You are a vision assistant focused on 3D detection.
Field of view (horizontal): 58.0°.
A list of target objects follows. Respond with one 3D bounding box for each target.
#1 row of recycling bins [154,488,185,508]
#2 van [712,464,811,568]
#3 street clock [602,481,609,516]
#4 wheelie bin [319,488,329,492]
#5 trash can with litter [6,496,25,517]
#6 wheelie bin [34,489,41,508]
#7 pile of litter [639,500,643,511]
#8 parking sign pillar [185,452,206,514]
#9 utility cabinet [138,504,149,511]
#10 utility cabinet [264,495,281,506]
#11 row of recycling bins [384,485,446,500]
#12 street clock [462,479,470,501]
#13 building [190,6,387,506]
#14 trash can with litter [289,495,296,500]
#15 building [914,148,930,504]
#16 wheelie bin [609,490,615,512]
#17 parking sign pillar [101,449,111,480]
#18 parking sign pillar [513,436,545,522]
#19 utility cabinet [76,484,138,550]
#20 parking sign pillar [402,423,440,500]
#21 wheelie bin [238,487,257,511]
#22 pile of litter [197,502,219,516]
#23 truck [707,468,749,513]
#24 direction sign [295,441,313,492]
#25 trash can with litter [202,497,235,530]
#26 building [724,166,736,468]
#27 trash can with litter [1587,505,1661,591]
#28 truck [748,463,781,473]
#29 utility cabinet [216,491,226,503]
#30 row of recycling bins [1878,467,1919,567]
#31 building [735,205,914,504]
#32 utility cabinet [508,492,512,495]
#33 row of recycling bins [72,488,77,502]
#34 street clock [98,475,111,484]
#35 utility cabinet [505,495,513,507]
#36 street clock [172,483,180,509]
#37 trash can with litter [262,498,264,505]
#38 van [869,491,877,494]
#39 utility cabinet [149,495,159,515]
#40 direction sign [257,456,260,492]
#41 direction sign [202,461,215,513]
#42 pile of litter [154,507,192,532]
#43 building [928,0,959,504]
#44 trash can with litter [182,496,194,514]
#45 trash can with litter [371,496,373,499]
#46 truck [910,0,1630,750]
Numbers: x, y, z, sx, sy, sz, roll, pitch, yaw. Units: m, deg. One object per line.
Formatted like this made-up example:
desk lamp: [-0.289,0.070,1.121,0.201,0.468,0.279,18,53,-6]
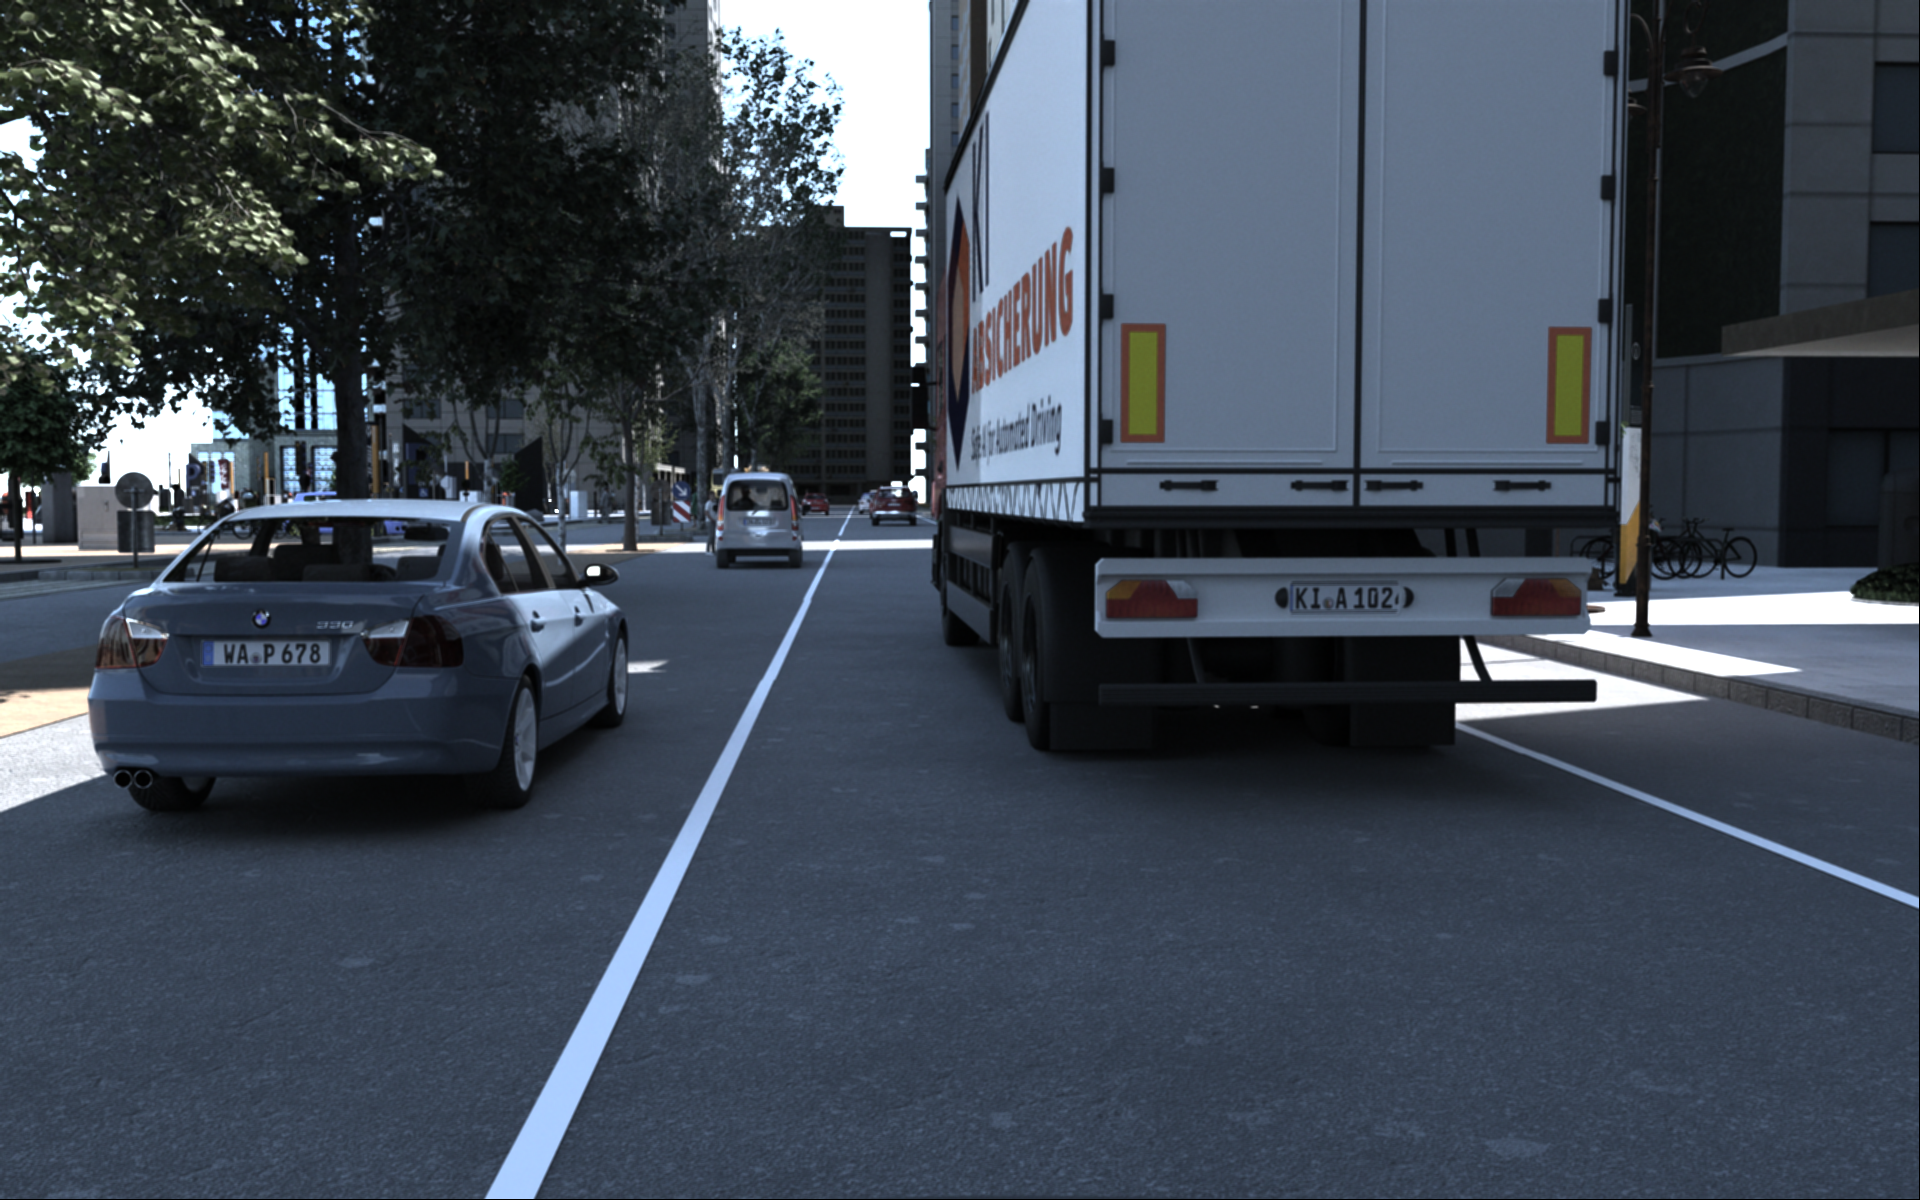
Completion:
row of recycling bins: [-55.762,-7.069,122.693,3.534,1.692,1.069,-3,5,-40]
van: [-4.009,-1.705,34.886,2.013,2.044,4.112,0,4,-5]
street clock: [-20.359,-5.786,99.166,0.358,2.002,0.471,2,4,32]
wheelie bin: [-32.733,-4.961,89.023,0.693,1.594,0.980,-3,4,-37]
trash can with litter: [-52.095,-5.164,95.497,1.678,1.210,2.233,0,4,-7]
wheelie bin: [-61.208,-6.553,115.056,0.693,1.594,0.980,2,4,27]
pile of litter: [-24.371,-7.111,130.226,1.176,0.858,1.719,-1,4,-13]
parking sign pillar: [-49.044,-7.501,111.120,1.447,3.967,1.447,1,4,21]
utility cabinet: [-40.036,-4.634,84.438,1.173,1.500,0.318,2,4,32]
utility cabinet: [-37.402,-5.096,94.485,0.306,1.237,1.020,3,5,40]
row of recycling bins: [-24.007,-4.230,76.280,3.534,1.692,1.069,2,4,30]
street clock: [-24.269,-4.927,85.130,0.358,2.002,0.471,-3,5,-44]
building: [-81.282,-55.862,226.008,31.000,86.520,22.319,0,4,-3]
trash can with litter: [-38.654,-5.415,99.593,2.233,1.210,1.678,0,4,-4]
building: [9.050,-37.517,233.009,30.456,49.044,23.786,0,4,-3]
wheelie bin: [-25.058,-7.077,123.612,0.980,1.594,0.693,0,4,7]
parking sign pillar: [-51.298,-7.071,104.083,1.447,3.967,1.447,-1,4,-21]
parking sign pillar: [-19.883,-5.578,79.665,1.447,3.967,1.447,-2,4,-27]
utility cabinet: [-19.254,-1.857,39.036,1.173,1.500,0.318,0,4,3]
parking sign pillar: [-20.590,-4.753,66.188,1.447,3.967,1.447,-3,4,-37]
wheelie bin: [-32.712,-4.381,79.531,0.980,1.594,0.693,3,5,39]
pile of litter: [-31.688,-3.611,73.004,1.719,0.858,1.176,2,4,33]
truck: [-17.164,-8.257,130.933,3.469,3.379,9.791,0,4,-2]
direction sign: [-28.106,-5.010,73.903,0.379,3.537,0.876,0,4,7]
trash can with litter: [-25.474,-2.941,59.478,1.055,1.170,0.624,0,4,1]
building: [-36.918,-35.203,225.685,14.200,45.320,14.600,0,4,-3]
trash can with litter: [8.697,-0.709,22.987,1.055,1.170,0.624,1,4,10]
truck: [-17.957,-10.365,158.377,2.839,4.237,11.283,0,4,-2]
utility cabinet: [-50.311,-6.682,117.930,0.318,1.500,1.173,0,4,-6]
row of recycling bins: [15.305,-1.221,27.083,1.069,1.692,3.534,3,5,43]
building: [-18.345,-33.247,235.464,23.993,40.220,32.217,0,4,-3]
utility cabinet: [-32.727,-7.197,126.349,0.318,1.500,1.173,-1,4,-18]
row of recycling bins: [-54.085,-6.161,107.840,3.534,1.692,1.069,0,4,1]
street clock: [-33.293,-3.844,67.426,0.358,2.002,0.471,1,4,9]
utility cabinet: [-24.117,-5.046,93.660,0.306,1.237,1.020,2,4,32]
street clock: [-53.432,-6.939,118.016,0.471,2.002,0.358,-3,5,-45]
trash can with litter: [-51.877,-7.195,129.018,1.055,1.170,0.624,1,4,10]
van: [-10.269,-12.365,209.184,2.013,2.044,4.112,0,4,-2]
utility cabinet: [-46.411,-5.406,99.542,0.306,1.237,1.020,0,4,-1]
direction sign: [-42.252,-6.874,104.386,0.379,3.537,0.876,-1,4,-14]
direction sign: [-51.405,-7.740,118.542,0.379,3.537,0.876,3,5,41]
pile of litter: [-27.079,-2.785,59.492,1.176,0.858,1.719,-2,4,-32]
building: [7.015,-40.061,196.994,21.231,58.520,28.212,0,4,-3]
trash can with litter: [-37.180,-4.481,84.315,2.233,1.210,1.678,-1,4,-17]
trash can with litter: [-40.608,-6.555,118.557,0.624,1.170,1.055,2,4,28]
truck: [1.273,-1.477,13.058,2.839,4.237,11.283,0,4,-5]
